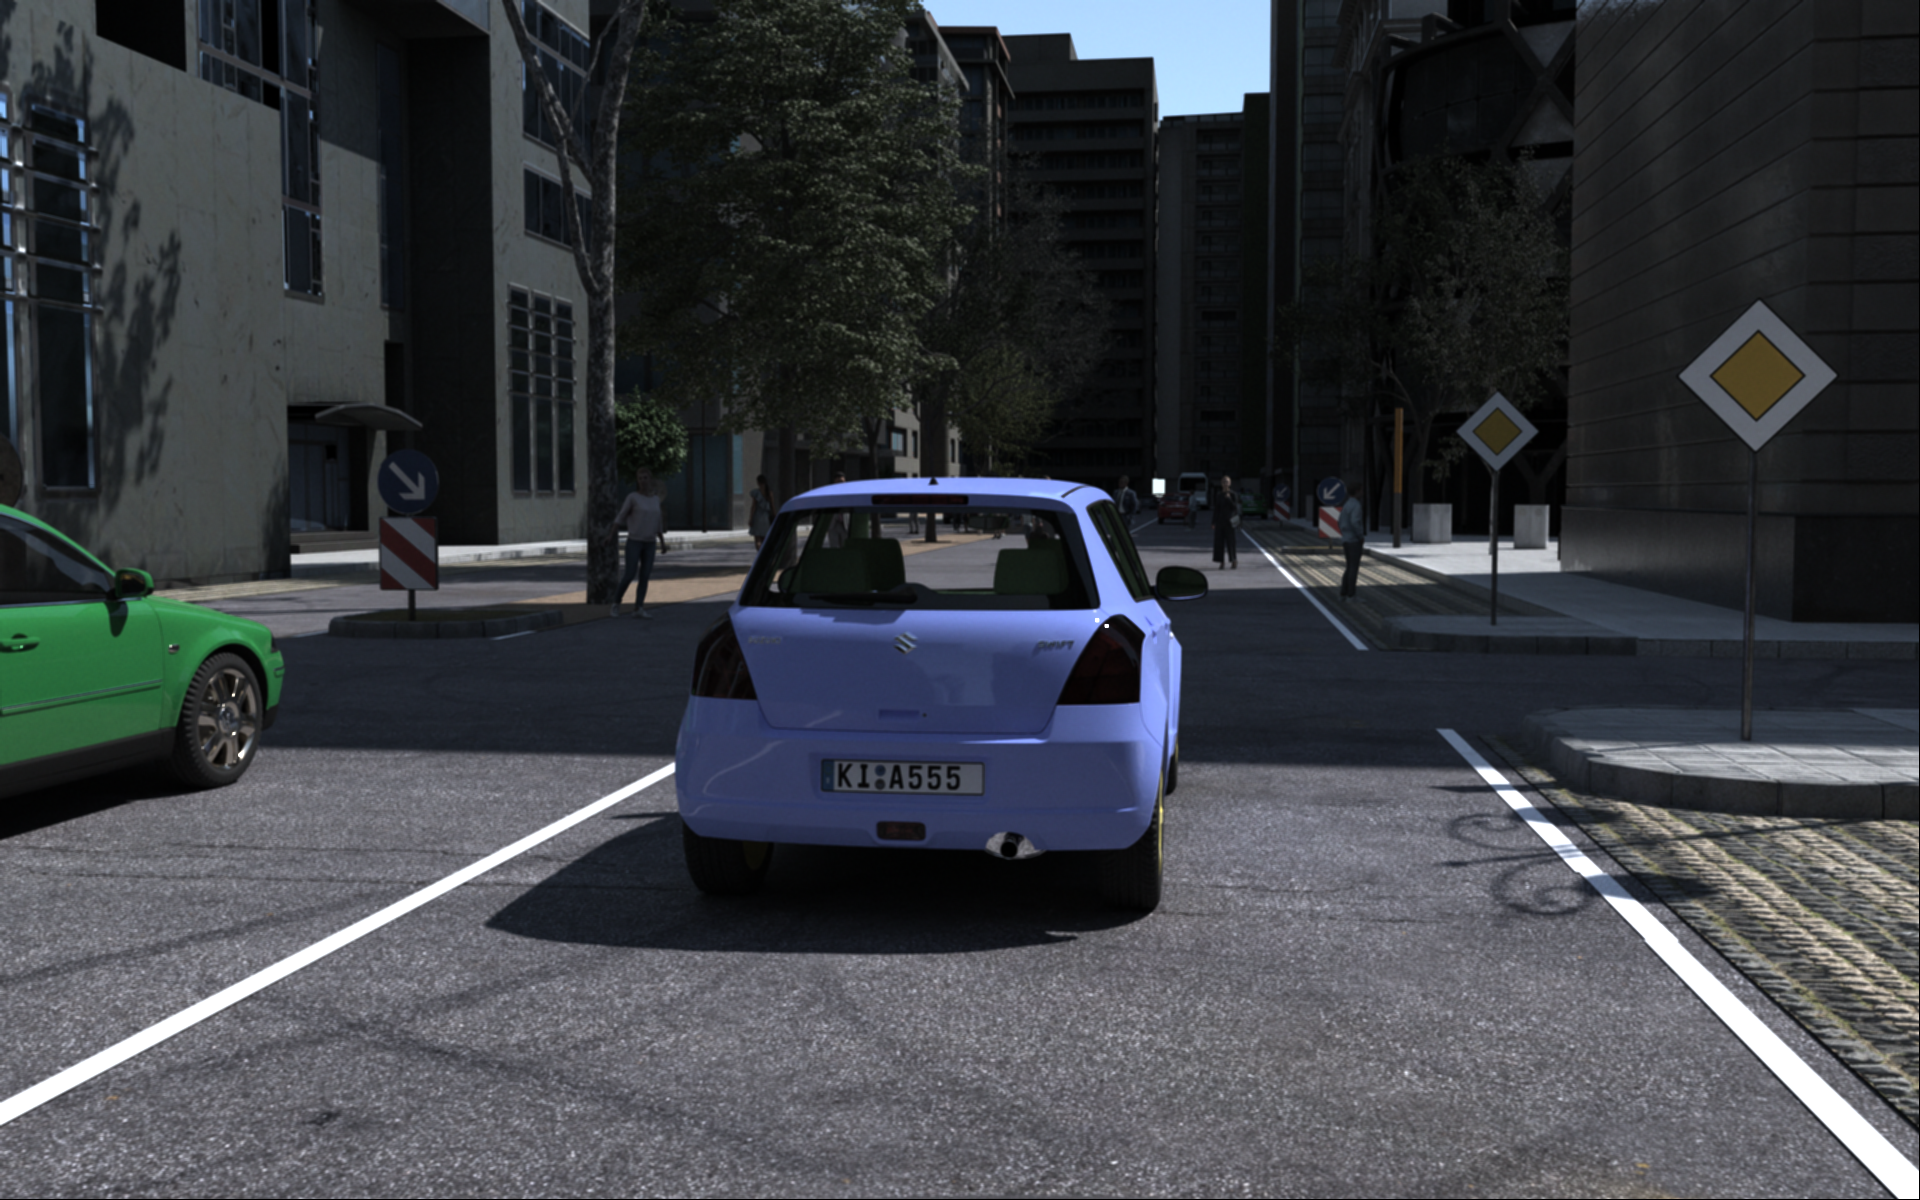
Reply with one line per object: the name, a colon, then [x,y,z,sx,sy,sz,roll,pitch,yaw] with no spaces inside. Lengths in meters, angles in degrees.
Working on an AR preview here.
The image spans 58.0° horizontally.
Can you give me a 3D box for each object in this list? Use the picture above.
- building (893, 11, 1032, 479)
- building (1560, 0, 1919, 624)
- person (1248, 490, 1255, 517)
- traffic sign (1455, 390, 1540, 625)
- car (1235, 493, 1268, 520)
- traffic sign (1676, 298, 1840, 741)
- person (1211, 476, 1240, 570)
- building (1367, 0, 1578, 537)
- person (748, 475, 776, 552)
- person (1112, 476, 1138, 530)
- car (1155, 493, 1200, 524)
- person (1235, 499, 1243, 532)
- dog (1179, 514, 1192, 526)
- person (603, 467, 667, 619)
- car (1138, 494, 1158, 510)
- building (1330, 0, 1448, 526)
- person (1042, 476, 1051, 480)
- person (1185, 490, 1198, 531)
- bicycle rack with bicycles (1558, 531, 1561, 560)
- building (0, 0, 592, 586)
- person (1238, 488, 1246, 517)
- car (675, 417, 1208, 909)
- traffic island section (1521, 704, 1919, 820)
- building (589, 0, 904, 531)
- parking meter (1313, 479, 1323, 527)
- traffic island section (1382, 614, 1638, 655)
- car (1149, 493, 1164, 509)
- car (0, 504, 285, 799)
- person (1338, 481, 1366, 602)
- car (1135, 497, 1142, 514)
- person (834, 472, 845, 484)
building: [-8.505,-30.932,160.369,28.867,44.769,22.147,0,4,8]
building: [21.097,-13.644,20.345,25.104,27.353,12.463,0,4,8]
person: [18.533,-6.190,110.647,0.436,1.711,0.756,-1,4,-23]
traffic sign: [5.212,-0.809,16.869,0.795,2.450,0.064,0,4,8]
car: [16.645,-5.520,99.043,1.959,1.807,4.718,0,4,8]
traffic sign: [4.093,-0.325,8.962,0.795,2.450,0.064,0,4,8]
person: [5.045,-1.470,32.955,0.576,1.772,0.534,1,4,18]
building: [22.073,-11.608,57.250,16.820,18.784,16.811,0,4,8]
person: [-3.846,-1.548,33.904,0.616,1.811,0.778,-1,4,-17]
person: [3.287,-1.634,35.396,0.721,1.800,0.419,2,4,28]
car: [10.478,-4.556,83.527,2.155,1.783,4.494,0,4,8]
person: [10.629,-3.236,66.091,0.332,1.250,0.352,1,4,20]
dog: [10.252,-3.775,78.564,0.800,0.831,0.513,1,4,17]
person: [-3.808,-0.657,19.908,0.598,1.740,0.731,3,4,38]
car: [17.460,-9.116,161.046,2.014,1.417,4.499,1,4,8]
building: [24.400,-17.773,77.981,14.401,28.519,23.554,0,4,8]
person: [1.771,-1.647,35.527,0.767,1.812,0.694,2,4,33]
person: [9.053,-3.503,67.588,0.589,1.601,0.330,-3,5,-44]
bicycle rack with bicycles: [12.818,-1.226,33.428,2.852,0.926,2.925,-2,4,-34]
building: [-21.775,-44.083,33.433,22.319,86.520,31.000,0,4,8]
person: [17.877,-6.178,109.514,0.705,1.824,1.348,3,5,39]
car: [0.074,0.135,7.378,1.945,1.707,3.694,1,4,8]
traffic island section: [4.117,0.810,9.036,2.009,0.180,2.903,0,4,8]
building: [-15.570,-27.715,72.741,23.786,49.044,30.456,0,4,8]
parking meter: [13.996,-3.784,67.577,0.399,1.863,0.255,0,4,-2]
traffic island section: [5.237,0.326,16.943,2.009,0.180,2.903,0,4,8]
car: [19.176,-9.627,166.448,2.155,1.783,4.494,1,4,10]
car: [-4.652,0.097,7.218,1.959,1.807,4.718,1,4,9]
person: [5.185,-0.765,22.823,0.330,1.601,0.589,0,3,0]
car: [12.191,-6.966,126.249,2.083,1.381,4.827,1,4,9]
person: [-1.967,-1.196,28.330,0.678,1.792,0.850,-1,4,-12]
